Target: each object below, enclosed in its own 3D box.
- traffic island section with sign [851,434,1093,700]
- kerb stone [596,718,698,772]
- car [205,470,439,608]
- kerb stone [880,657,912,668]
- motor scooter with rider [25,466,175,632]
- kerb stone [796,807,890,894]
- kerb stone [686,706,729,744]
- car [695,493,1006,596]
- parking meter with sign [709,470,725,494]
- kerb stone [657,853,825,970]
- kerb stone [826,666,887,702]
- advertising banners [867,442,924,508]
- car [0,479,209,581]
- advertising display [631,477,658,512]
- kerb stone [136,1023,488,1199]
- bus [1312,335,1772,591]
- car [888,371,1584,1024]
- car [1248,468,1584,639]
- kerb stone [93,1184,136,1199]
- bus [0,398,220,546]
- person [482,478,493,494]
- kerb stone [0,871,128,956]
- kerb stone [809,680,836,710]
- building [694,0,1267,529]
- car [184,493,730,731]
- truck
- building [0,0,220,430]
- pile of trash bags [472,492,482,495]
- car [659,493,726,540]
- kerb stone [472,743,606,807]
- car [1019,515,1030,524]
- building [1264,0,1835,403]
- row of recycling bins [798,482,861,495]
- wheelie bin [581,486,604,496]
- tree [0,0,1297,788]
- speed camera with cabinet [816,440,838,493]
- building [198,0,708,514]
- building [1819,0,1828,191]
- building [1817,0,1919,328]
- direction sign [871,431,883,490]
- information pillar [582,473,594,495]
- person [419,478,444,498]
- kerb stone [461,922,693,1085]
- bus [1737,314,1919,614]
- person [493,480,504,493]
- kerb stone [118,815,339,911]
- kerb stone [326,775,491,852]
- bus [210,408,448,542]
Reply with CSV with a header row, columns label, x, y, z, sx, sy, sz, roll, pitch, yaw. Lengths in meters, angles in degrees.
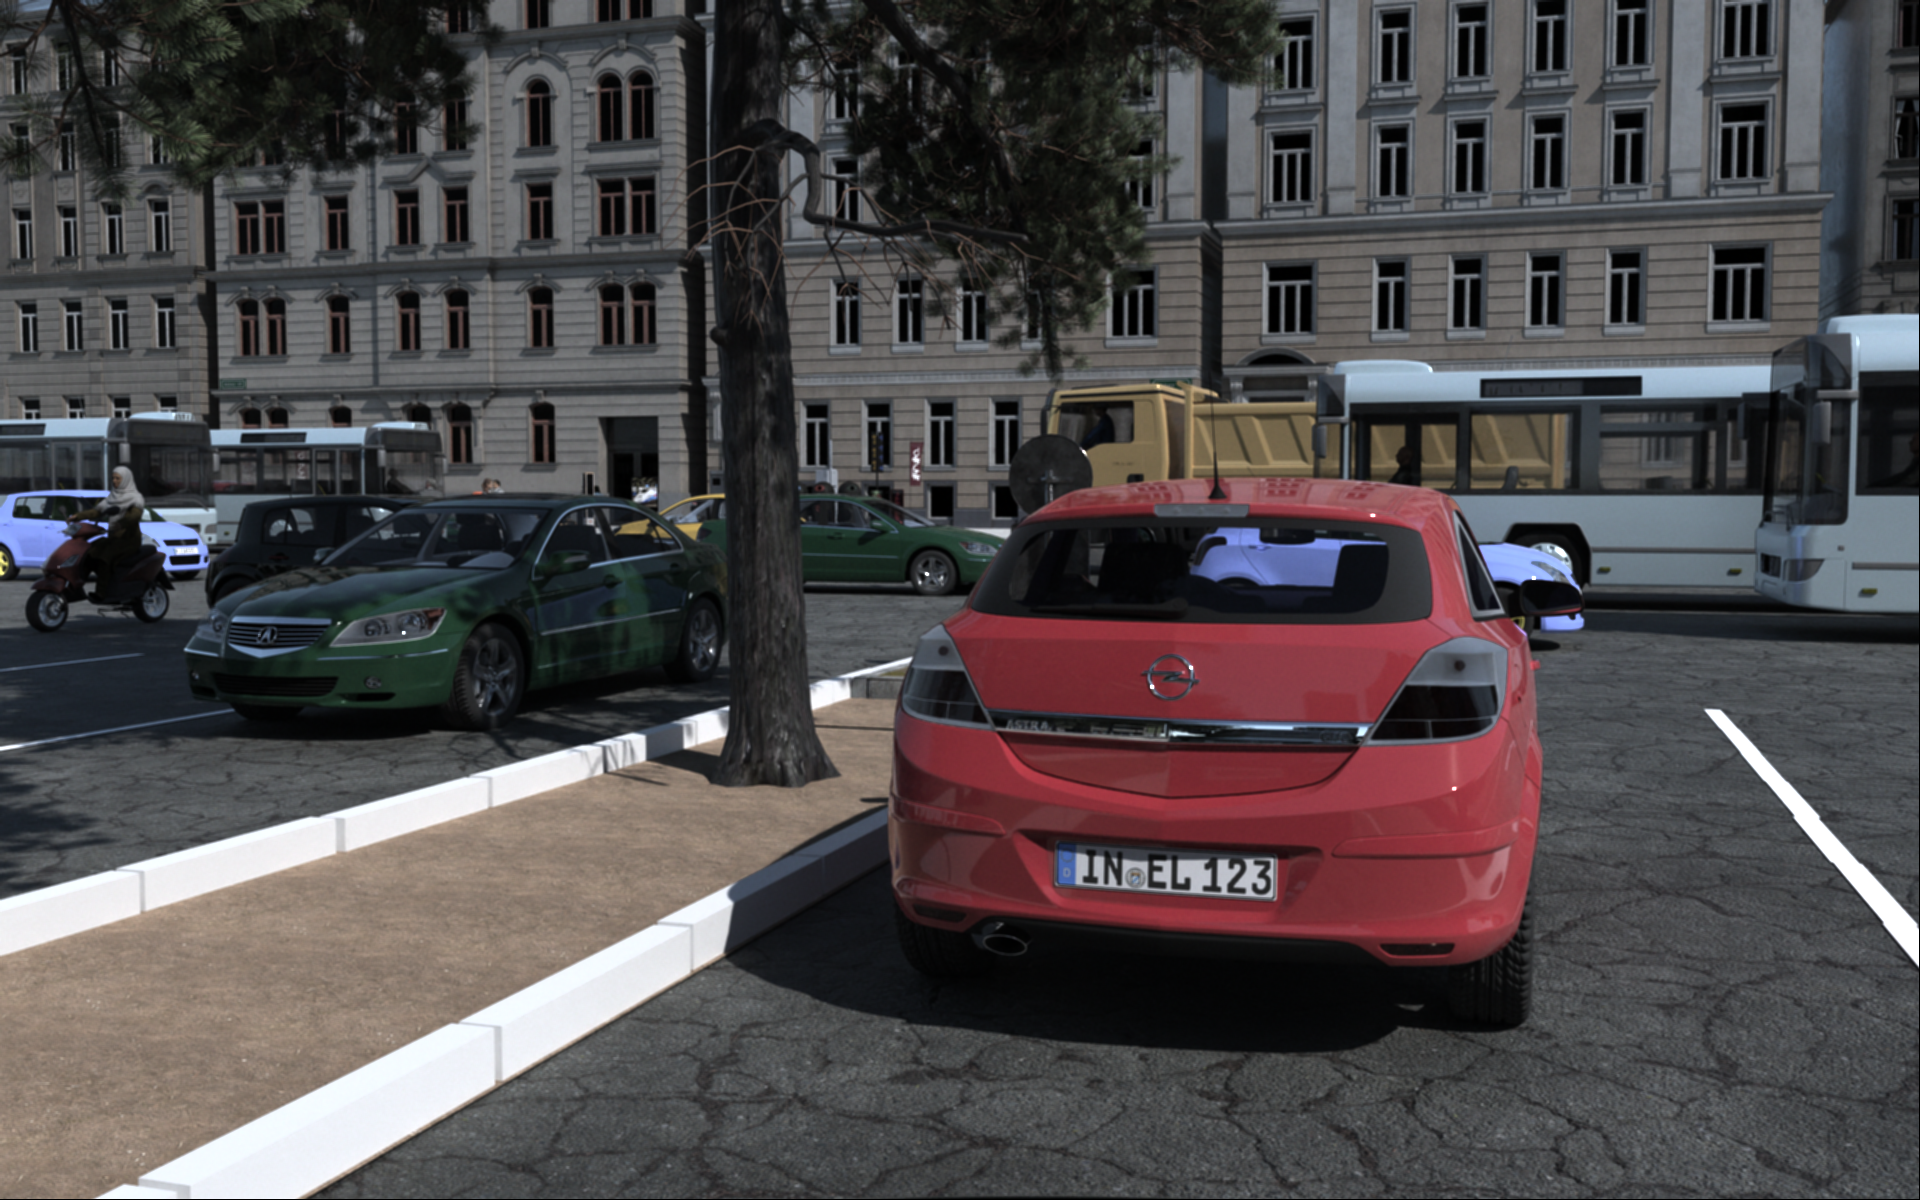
label,x,y,z,sx,sy,sz,roll,pitch,yaw
traffic island section with sign,0.494,-0.277,12.665,2.006,1.907,1.989,1,4,18
kerb stone,-1.708,0.792,9.341,0.120,0.150,1.000,1,4,18
car,-5.318,-0.437,16.927,4.222,1.686,2.009,1,4,17
kerb stone,-0.437,0.547,13.254,0.120,0.150,1.000,1,4,18
motor scooter with rider,-9.286,-0.596,18.706,0.876,1.779,1.986,1,4,18
kerb stone,-0.384,0.953,6.645,0.120,0.150,1.000,1,4,18
kerb stone,-1.393,0.727,10.320,0.120,0.150,1.000,1,4,18
car,-1.528,-0.836,25.465,4.920,1.459,2.131,1,4,16
parking meter with sign,-7.668,-3.638,55.741,1.738,3.016,0.543,2,4,24
kerb stone,-0.699,1.012,5.667,0.120,0.150,1.000,1,4,18
kerb stone,-0.765,0.607,12.277,0.120,0.150,1.000,1,4,18
advertising banners,-2.126,-3.763,57.716,2.074,3.025,0.090,-2,4,-28
car,-14.344,-1.175,28.807,3.694,1.707,1.945,1,4,18
advertising display,-11.611,-3.584,63.813,0.974,1.923,0.123,0,4,-8
kerb stone,-1.330,1.131,3.709,0.120,0.150,1.000,1,4,18
bus,10.287,-1.642,21.711,13.247,3.499,2.948,1,4,17
car,1.158,0.166,6.335,2.155,1.783,4.494,1,4,17
car,4.070,-0.435,16.706,3.694,1.707,1.945,1,4,17
kerb stone,-1.651,1.191,2.730,0.120,0.150,1.000,1,4,18
bus,-21.591,-2.617,37.652,13.247,3.499,2.948,1,4,20
person,-10.604,-1.877,39.464,0.573,1.790,0.520,-1,4,-19
kerb stone,-2.990,1.027,5.411,0.120,0.150,1.000,1,4,18
kerb stone,-1.073,0.668,11.297,0.120,0.150,1.000,1,4,18
building,1.152,-17.377,70.020,20.117,28.700,13.634,1,4,18
car,-3.223,-0.023,12.182,2.131,1.459,4.920,1,4,18
truck,5.446,-2.115,30.512,9.791,3.379,3.469,1,4,19
building,-42.860,-17.536,83.974,25.104,27.353,12.463,1,4,18
pile of trash bags,-29.510,-6.266,112.201,3.447,1.369,1.912,-3,4,-37
car,-4.750,-1.366,32.552,3.980,1.641,2.015,1,4,18
kerb stone,-2.026,0.846,8.358,0.120,0.150,1.000,1,4,18
car,3.701,-2.289,46.469,4.494,1.783,2.155,1,4,20
building,20.427,-17.024,64.254,20.117,28.700,13.634,1,4,18
row of recycling bins,-5.026,-3.085,57.550,3.534,1.692,1.069,0,4,3
wheelie bin,-13.948,-3.525,65.537,0.980,1.594,0.693,1,4,9
tree,-1.029,-5.128,8.351,6.751,12.117,7.091,0,3,0
speed camera with cabinet,-4.531,-4.265,64.074,0.660,3.252,2.038,2,4,31
building,-19.636,-17.695,76.695,23.554,28.519,14.401,1,4,18
building,103.506,-54.739,207.660,31.000,86.520,22.319,1,4,18
building,38.437,-12.678,56.440,18.267,20.994,9.793,1,4,18
direction sign,-3.015,-4.348,63.087,0.379,3.537,0.876,2,4,26
information pillar,-12.826,-3.384,59.821,0.304,2.012,0.304,-2,4,-34
person,-11.523,-1.755,37.586,0.661,1.777,0.834,-3,5,-44
kerb stone,-1.012,1.075,4.687,0.120,0.150,1.000,1,4,18
bus,13.820,-1.297,16.059,13.247,3.499,2.948,1,4,17
person,-13.096,-2.519,49.537,0.795,1.843,0.661,-1,4,-18
kerb stone,-2.680,0.966,6.394,0.120,0.150,1.000,1,4,18
kerb stone,-2.346,0.911,7.378,0.120,0.150,1.000,1,4,18
bus,-18.183,-2.921,42.615,13.247,3.499,2.948,1,4,19
